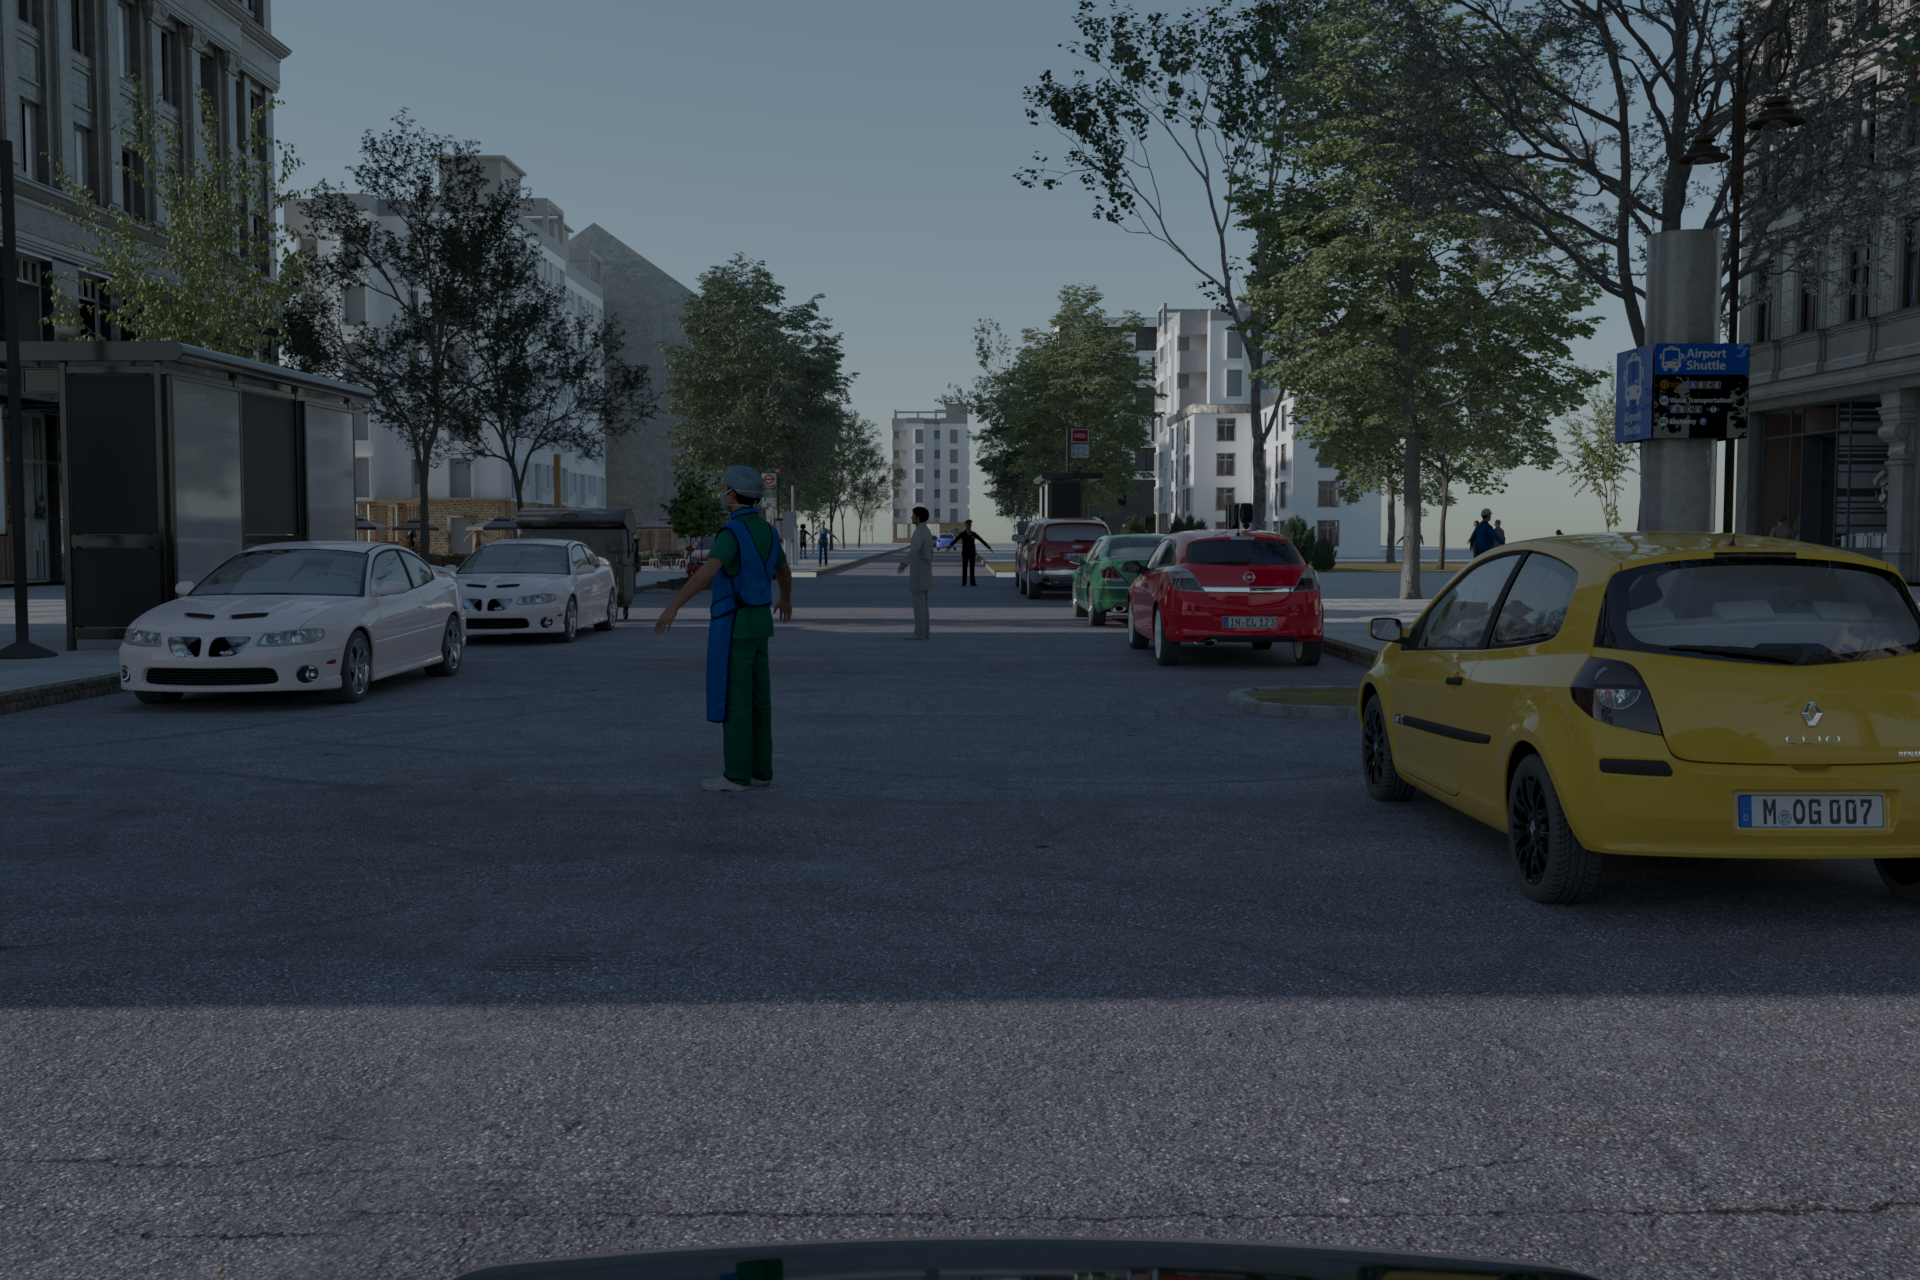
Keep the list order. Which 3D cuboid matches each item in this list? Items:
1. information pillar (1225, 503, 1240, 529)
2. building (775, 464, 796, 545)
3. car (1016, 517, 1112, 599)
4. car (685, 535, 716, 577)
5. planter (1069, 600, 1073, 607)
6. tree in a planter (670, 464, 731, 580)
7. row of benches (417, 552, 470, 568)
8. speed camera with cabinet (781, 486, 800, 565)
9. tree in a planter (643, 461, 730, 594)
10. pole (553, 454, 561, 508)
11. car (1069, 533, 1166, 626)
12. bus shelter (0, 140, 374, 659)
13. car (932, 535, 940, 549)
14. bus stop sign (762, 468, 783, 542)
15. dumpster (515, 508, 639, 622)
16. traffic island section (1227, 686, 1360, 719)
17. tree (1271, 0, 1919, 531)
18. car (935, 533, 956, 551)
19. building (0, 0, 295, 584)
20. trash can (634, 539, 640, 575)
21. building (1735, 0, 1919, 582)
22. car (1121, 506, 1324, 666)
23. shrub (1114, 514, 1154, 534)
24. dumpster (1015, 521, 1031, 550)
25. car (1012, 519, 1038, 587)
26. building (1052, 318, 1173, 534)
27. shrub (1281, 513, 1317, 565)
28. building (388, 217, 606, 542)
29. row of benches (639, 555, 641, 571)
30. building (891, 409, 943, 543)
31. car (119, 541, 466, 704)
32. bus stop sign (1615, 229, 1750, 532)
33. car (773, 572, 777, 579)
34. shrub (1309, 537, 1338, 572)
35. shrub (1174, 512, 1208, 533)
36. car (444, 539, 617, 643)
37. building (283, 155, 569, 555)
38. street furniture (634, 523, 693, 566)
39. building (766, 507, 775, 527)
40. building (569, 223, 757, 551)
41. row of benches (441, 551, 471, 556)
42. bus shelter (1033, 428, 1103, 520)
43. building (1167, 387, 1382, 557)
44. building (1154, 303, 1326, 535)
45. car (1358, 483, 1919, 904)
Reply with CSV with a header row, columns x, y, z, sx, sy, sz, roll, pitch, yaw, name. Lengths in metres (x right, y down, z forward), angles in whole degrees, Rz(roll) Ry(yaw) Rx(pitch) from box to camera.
x,y,z,sx,sy,sz,roll,pitch,yaw,name
6.447,-2.231,40.970,0.304,2.012,0.304,0,3,0,information pillar
-26.052,-21.617,209.855,16.016,20.090,11.380,0,4,0,building
2.461,-1.893,39.629,2.281,1.827,5.304,0,4,-1,car
-6.453,-2.380,47.956,2.155,1.783,4.494,0,4,0,car
3.188,-0.823,34.601,1.991,0.319,1.994,0,4,-1,planter
-6.637,-2.887,44.432,1.991,3.239,1.994,0,3,0,tree in a planter
-17.864,-2.598,57.948,4.104,0.672,1.422,2,4,29,row of benches
-7.042,-4.743,71.891,0.660,3.252,2.038,0,4,1,speed camera with cabinet
-6.568,-2.748,42.156,1.991,3.239,1.994,0,4,0,tree in a planter
-10.263,-3.081,44.212,0.158,3.312,0.155,0,3,0,pole
2.901,-1.022,28.506,2.131,1.459,4.920,0,4,-1,car
-9.472,-2.611,20.318,2.179,5.291,8.768,0,4,1,bus shelter
-2.804,-9.298,164.600,1.945,1.354,3.894,0,3,0,car
-7.518,-4.942,69.510,0.855,3.939,0.416,0,4,1,bus stop sign
-6.325,-1.247,28.603,1.865,1.857,1.264,0,3,0,dumpster
3.273,0.518,14.397,1.991,0.108,1.994,0,4,-1,traffic island section
8.968,-6.834,22.103,12.009,13.543,11.850,0,3,0,tree
-1.167,-8.604,150.265,1.945,1.707,3.694,0,4,-1,car
-28.364,-16.246,45.218,16.754,29.471,25.880,0,4,-1,building
-10.474,-2.642,54.854,0.748,1.137,0.748,0,3,0,trash can
27.253,-12.198,49.400,10.553,20.879,40.483,0,4,0,building
3.023,-0.692,20.359,2.155,1.783,4.494,0,4,-1,car
6.566,-3.772,65.714,1.661,2.075,1.752,0,3,0,shrub
2.774,-2.988,57.072,1.865,1.857,1.264,0,4,-2,dumpster
2.520,-2.261,45.643,2.281,1.827,5.304,0,3,0,car
23.317,-20.542,179.837,27.936,21.610,32.646,0,3,0,building
12.127,-3.563,62.678,1.690,2.028,1.600,0,3,0,shrub
-29.044,-15.194,104.840,16.016,20.090,11.380,0,4,0,building
-12.882,-2.667,59.073,4.104,0.672,1.422,-3,4,-37,row of benches
-9.630,-24.127,253.358,11.380,20.090,16.016,-1,4,-9,building
-6.021,-0.232,16.156,2.083,1.381,4.827,0,4,0,car
6.363,-1.609,15.326,0.837,3.901,0.837,0,4,0,bus stop sign
-6.579,-2.704,53.809,1.945,1.707,3.694,0,3,0,car
12.408,-2.937,59.130,1.383,1.207,1.383,0,3,0,shrub
7.946,-3.362,59.395,1.690,2.028,1.600,0,3,0,shrub
-6.055,-0.733,24.348,2.083,1.381,4.827,0,4,-1,car
-27.655,-14.158,87.903,16.016,20.090,11.380,0,4,-1,building
-14.568,-3.980,71.931,11.010,1.723,9.812,1,4,14,street furniture
-30.161,-21.797,187.315,19.493,23.208,18.063,0,4,-1,building
-25.934,-18.400,131.776,19.493,23.208,18.063,0,4,-1,building
-16.659,-2.818,61.531,4.104,0.672,1.422,2,4,27,row of benches
3.843,-5.239,63.286,2.179,5.291,8.768,0,4,0,bus shelter
19.505,-10.377,111.811,9.099,9.664,28.070,0,4,0,building
21.225,-17.499,142.520,16.016,20.090,11.380,0,4,-1,building
3.058,0.128,8.138,2.015,1.641,3.980,0,3,0,car
